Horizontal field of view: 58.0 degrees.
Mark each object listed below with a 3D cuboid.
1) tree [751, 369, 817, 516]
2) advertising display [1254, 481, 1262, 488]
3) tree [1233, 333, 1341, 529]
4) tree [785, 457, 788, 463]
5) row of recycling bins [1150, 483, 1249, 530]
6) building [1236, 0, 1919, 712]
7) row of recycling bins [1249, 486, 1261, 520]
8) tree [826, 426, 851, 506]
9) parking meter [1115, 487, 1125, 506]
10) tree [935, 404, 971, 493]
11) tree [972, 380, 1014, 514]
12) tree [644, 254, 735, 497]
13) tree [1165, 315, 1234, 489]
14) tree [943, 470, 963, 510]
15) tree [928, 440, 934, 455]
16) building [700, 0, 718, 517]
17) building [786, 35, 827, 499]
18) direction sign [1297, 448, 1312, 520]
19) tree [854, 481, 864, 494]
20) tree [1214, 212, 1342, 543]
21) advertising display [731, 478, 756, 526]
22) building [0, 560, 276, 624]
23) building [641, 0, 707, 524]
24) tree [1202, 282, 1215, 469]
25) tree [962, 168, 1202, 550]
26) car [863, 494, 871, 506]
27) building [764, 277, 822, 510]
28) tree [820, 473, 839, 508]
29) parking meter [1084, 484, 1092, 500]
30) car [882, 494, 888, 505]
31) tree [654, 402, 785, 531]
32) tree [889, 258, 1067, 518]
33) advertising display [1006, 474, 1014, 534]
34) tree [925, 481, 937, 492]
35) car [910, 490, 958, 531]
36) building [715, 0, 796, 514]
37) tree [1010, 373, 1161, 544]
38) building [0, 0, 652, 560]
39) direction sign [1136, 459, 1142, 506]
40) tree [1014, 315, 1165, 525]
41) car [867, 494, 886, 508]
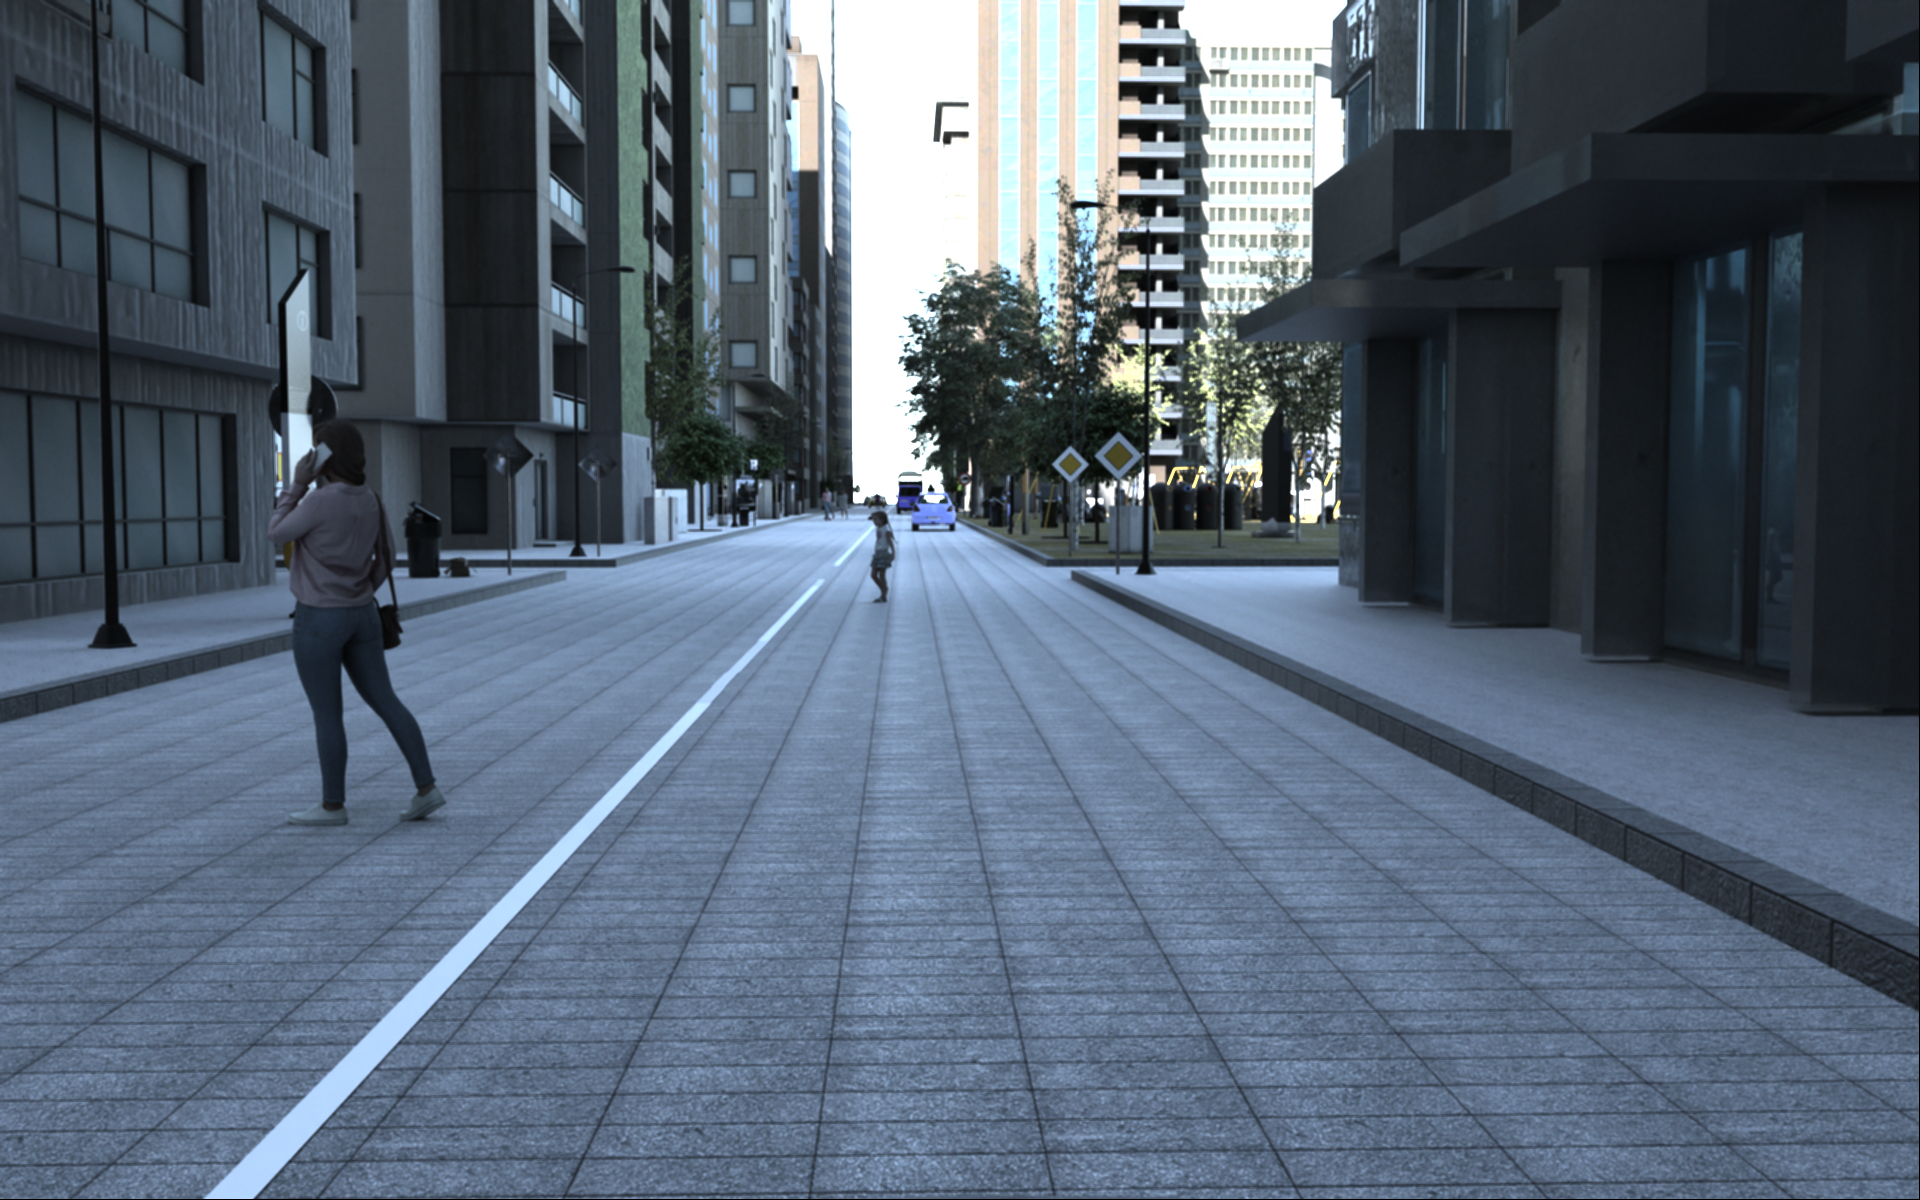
[{"bbox_3d":[-10.419,-9.250,101.593,4.360,8.622,3.978,0,3,0],"label":"tree"},{"bbox_3d":[15.465,-5.087,88.378,0.974,1.923,0.123,-1,4,-8],"label":"advertising display"},{"bbox_3d":[13.298,-6.973,64.371,4.737,8.622,4.395,0,3,0],"label":"tree"},{"bbox_3d":[-10.677,-6.575,91.208,4.285,4.588,4.351,0,3,0],"label":"tree"},{"bbox_3d":[8.454,-3.377,62.334,3.534,1.692,1.069,-1,4,-16],"label":"row of recycling bins"},{"bbox_3d":[15.319,-23.920,10.702,23.786,49.044,30.456,0,4,-2],"label":"building"},{"bbox_3d":[13.640,-4.827,86.042,3.534,1.692,1.069,-1,4,-9],"label":"row of recycling bins"},{"bbox_3d":[-13.497,-14.447,186.572,4.360,8.622,3.978,0,3,0],"label":"tree"},{"bbox_3d":[5.721,-3.275,61.957,0.372,1.533,0.369,0,3,0],"label":"parking meter"},{"bbox_3d":[1.610,-9.842,111.273,4.737,8.622,4.395,0,3,0],"label":"tree"},{"bbox_3d":[3.800,-9.427,104.495,4.737,8.622,4.395,0,3,0],"label":"tree"},{"bbox_3d":[-9.063,-6.238,52.354,4.737,8.622,4.395,0,3,0],"label":"tree"},{"bbox_3d":[11.093,-7.469,72.478,4.737,8.622,4.395,0,3,0],"label":"tree"},{"bbox_3d":[-0.593,-8.914,140.342,1.663,3.219,1.824,0,3,0],"label":"tree"},{"bbox_3d":[-1.704,-15.004,195.672,4.737,8.622,4.395,0,3,0],"label":"tree"},{"bbox_3d":[-20.667,-27.089,93.021,14.600,45.320,14.200,0,4,-2],"label":"building"},{"bbox_3d":[-20.701,-32.020,173.635,14.600,45.320,14.200,0,4,-2],"label":"building"},{"bbox_3d":[16.788,-5.661,84.551,0.876,3.537,0.379,-2,4,-28],"label":"direction sign"},{"bbox_3d":[-14.579,-15.506,248.130,1.663,3.219,1.824,0,3,0],"label":"tree"},{"bbox_3d":[8.883,-5.796,45.128,4.360,8.622,3.978,0,3,0],"label":"tree"},{"bbox_3d":[-8.664,-3.927,69.416,0.974,1.923,0.123,-1,4,-13],"label":"advertising display"},{"bbox_3d":[-15.573,-20.572,19.952,14.086,41.232,14.154,0,4,-2],"label":"building"},{"bbox_3d":[-18.385,-18.332,71.423,14.160,30.474,14.107,0,4,-2],"label":"building"},{"bbox_3d":[8.747,-6.595,58.189,4.360,8.622,3.978,0,3,0],"label":"tree"},{"bbox_3d":[2.475,-5.445,39.388,4.360,8.622,3.978,0,3,0],"label":"tree"},{"bbox_3d":[-10.802,-12.137,210.444,2.014,1.417,4.499,0,4,0],"label":"car"},{"bbox_3d":[-26.739,-18.767,151.881,27.650,21.520,28.899,0,4,-2],"label":"building"},{"bbox_3d":[-11.960,-10.102,159.772,1.663,3.219,1.824,0,3,0],"label":"tree"},{"bbox_3d":[7.184,-5.580,96.942,0.399,1.863,0.255,-1,4,-8],"label":"parking meter"},{"bbox_3d":[-10.136,-12.905,219.798,1.959,1.807,4.718,0,4,-1],"label":"car"},{"bbox_3d":[-9.096,-4.687,60.339,4.285,4.588,4.351,0,3,0],"label":"tree"},{"bbox_3d":[0.938,-11.476,94.282,9.857,13.997,8.962,0,3,0],"label":"tree"},{"bbox_3d":[1.616,-3.102,55.932,0.123,1.923,0.974,0,4,-5],"label":"advertising display"},{"bbox_3d":[-4.569,-16.440,263.397,1.663,3.219,1.824,0,3,0],"label":"tree"},{"bbox_3d":[-1.029,-3.587,68.243,1.945,1.707,3.694,0,4,0],"label":"car"},{"bbox_3d":[-26.000,-32.633,122.793,28.713,52.752,27.495,0,4,-2],"label":"building"},{"bbox_3d":[3.150,-4.073,50.301,4.285,4.588,4.351,0,3,0],"label":"tree"},{"bbox_3d":[-15.666,-21.895,41.580,14.154,41.232,14.086,0,4,-2],"label":"building"},{"bbox_3d":[6.112,-4.137,59.630,0.379,3.537,0.876,-1,4,-14],"label":"direction sign"},{"bbox_3d":[5.206,-7.354,70.607,4.737,8.622,4.395,0,3,0],"label":"tree"},{"bbox_3d":[-8.766,-10.521,182.244,2.015,1.641,3.980,0,4,-1],"label":"car"}]
